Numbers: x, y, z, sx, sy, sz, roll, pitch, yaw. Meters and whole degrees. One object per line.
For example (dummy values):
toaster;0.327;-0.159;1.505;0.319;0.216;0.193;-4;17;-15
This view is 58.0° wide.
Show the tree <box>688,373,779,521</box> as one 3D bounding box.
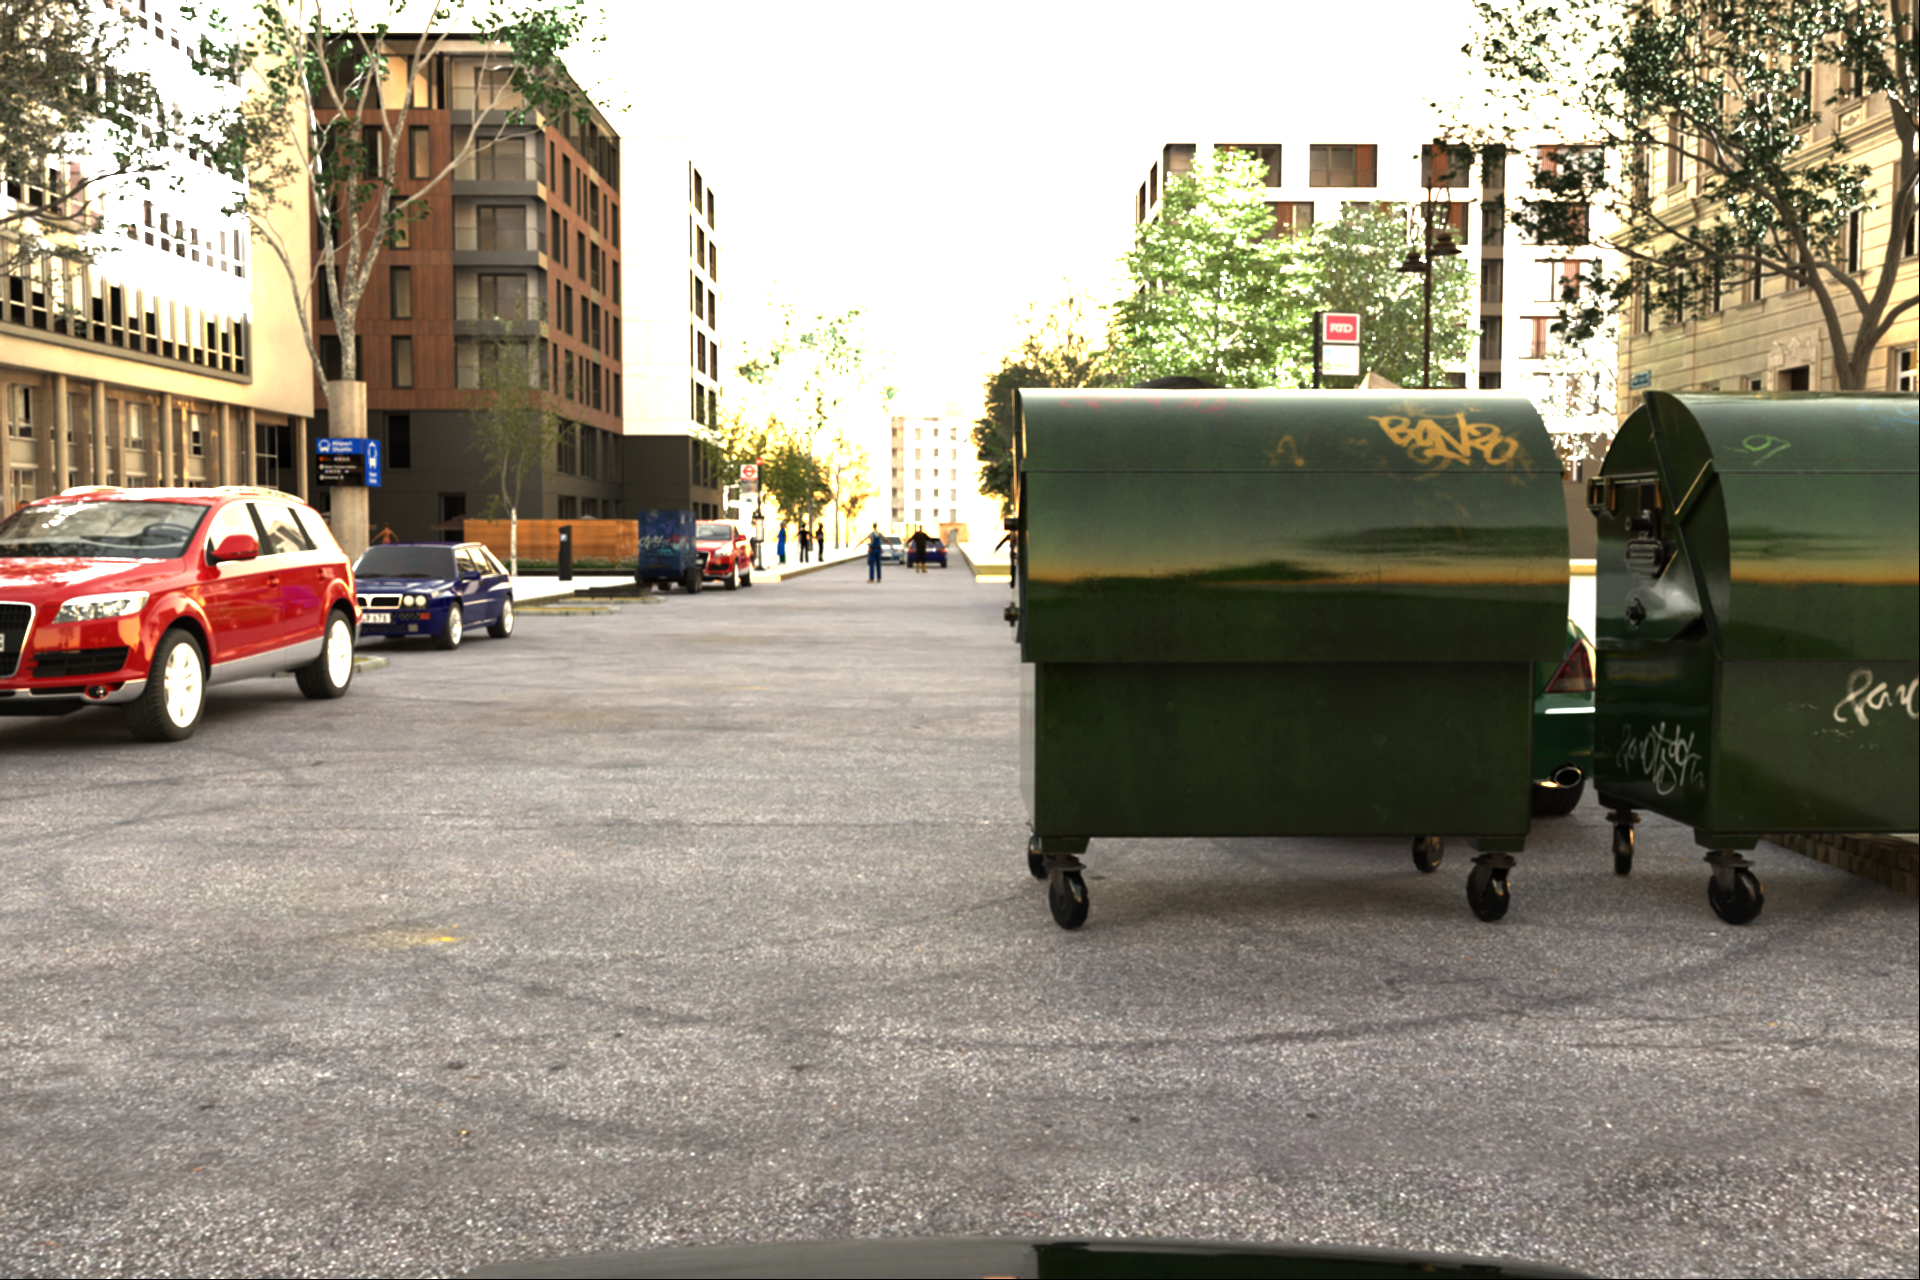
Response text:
tree;-10.560;-7.948;80.306;4.737;8.622;4.395;0;3;0

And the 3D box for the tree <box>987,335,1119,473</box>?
tree;5.014;-10.050;90.068;9.928;11.665;9.643;0;3;0

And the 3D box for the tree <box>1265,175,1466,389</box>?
tree;7.838;-5.271;36.542;4.360;8.622;3.978;0;3;0

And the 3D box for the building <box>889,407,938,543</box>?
building;-9.905;-23.885;249.394;11.380;20.090;16.016;0;4;4

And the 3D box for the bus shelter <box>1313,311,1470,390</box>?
bus shelter;6.198;-3.137;28.929;2.179;5.291;8.768;0;4;0

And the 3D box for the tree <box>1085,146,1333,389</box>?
tree;7.450;-8.170;51.708;7.486;12.596;7.792;0;3;0

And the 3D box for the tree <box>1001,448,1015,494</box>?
tree;4.407;-9.666;108.393;4.737;8.622;4.395;0;3;0

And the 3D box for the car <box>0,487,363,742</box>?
car;-6.400;-0.303;13.624;2.281;1.827;5.304;0;4;-1

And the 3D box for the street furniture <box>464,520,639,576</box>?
street furniture;-11.892;-2.909;54.421;11.010;1.723;9.812;0;4;0

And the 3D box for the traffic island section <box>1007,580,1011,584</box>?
traffic island section;2.355;-1.655;49.928;1.991;0.108;1.994;0;4;0

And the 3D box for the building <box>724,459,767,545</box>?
building;-27.643;-16.260;208.000;9.099;9.664;28.070;0;3;0

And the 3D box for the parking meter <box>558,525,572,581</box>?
parking meter;-10.822;-2.388;47.462;0.372;1.533;0.369;0;3;0

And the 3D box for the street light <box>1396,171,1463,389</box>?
street light;6.074;-3.045;22.570;0.468;5.910;1.993;0;4;0

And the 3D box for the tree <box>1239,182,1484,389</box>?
tree;14.401;-9.612;63.815;9.857;13.997;8.962;0;3;0

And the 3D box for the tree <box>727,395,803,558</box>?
tree;-10.709;-8.723;92.977;4.737;8.622;4.395;0;3;0

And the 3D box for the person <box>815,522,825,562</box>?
person;-6.422;-4.560;80.343;0.705;1.856;1.354;0;4;-2

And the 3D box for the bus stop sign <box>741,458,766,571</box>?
bus stop sign;-7.248;-4.408;60.768;0.855;3.939;0.416;0;4;1

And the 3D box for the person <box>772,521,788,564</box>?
person;-7.583;-4.116;73.420;0.704;1.817;1.347;-2;4;-31

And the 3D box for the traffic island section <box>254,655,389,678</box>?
traffic island section;-7.179;0.280;18.286;1.991;0.108;1.994;0;4;0

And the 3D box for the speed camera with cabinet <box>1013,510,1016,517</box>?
speed camera with cabinet;2.334;-4.298;64.603;0.660;3.252;2.038;0;4;0

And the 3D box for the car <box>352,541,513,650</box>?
car;-7.092;-0.615;22.635;1.945;1.354;3.894;0;3;0

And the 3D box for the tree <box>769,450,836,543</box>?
tree;-22.986;-21.039;250.646;9.857;13.997;8.962;0;3;0

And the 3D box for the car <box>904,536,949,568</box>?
car;-1.433;-3.805;74.788;1.945;1.354;3.894;0;4;-1

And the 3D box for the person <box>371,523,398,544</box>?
person;-23.027;-3.829;69.410;0.721;1.733;1.217;3;4;38

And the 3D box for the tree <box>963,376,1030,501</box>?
tree;4.624;-10.101;99.565;8.767;10.594;7.601;-1;4;-20

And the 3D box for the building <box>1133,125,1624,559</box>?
building;23.975;-15.864;103.359;27.936;21.610;32.646;0;4;-1

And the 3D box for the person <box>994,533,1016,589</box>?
person;1.522;-2.272;45.537;1.347;1.837;0.705;1;4;15

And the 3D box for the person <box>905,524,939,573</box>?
person;-1.450;-3.421;64.533;1.346;1.812;0.704;-1;4;-21

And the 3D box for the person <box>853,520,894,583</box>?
person;-2.530;-2.629;51.305;1.347;1.847;0.705;-2;4;-28

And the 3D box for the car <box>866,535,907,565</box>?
car;-3.450;-4.285;82.065;2.014;1.417;4.499;0;4;-1

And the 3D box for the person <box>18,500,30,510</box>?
person;-15.426;-1.384;28.542;0.709;1.838;0.599;-1;4;-16

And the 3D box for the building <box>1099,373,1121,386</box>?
building;23.120;-20.289;198.188;16.747;18.905;31.486;0;4;-1

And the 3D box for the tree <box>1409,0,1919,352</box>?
tree;8.581;-5.025;16.577;8.767;10.594;7.601;0;4;-6

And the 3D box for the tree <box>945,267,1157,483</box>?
tree;4.861;-10.307;78.882;12.009;13.543;11.850;0;3;0

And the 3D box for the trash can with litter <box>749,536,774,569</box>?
trash can with litter;-7.487;-3.227;63.813;1.678;1.210;2.233;0;4;-1

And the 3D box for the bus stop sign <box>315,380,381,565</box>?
bus stop sign;-10.586;-2.508;30.023;0.837;3.901;0.837;0;4;0

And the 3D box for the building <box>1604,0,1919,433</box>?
building;27.510;-15.154;45.030;12.463;27.353;25.104;0;4;-1

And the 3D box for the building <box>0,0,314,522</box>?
building;-32.782;-14.365;42.467;19.016;26.051;41.698;0;3;0

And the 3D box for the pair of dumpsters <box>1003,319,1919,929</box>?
pair of dumpsters;2.386;-0.112;6.790;4.436;2.255;1.574;0;4;-1

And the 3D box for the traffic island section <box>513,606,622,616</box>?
traffic island section;-7.198;-0.514;31.275;1.991;0.108;1.994;0;4;0

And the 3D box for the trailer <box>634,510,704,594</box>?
trailer;-7.014;-2.080;41.064;1.471;1.999;3.904;0;4;0

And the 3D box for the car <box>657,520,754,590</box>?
car;-6.692;-2.270;45.786;2.281;1.827;5.304;0;3;0

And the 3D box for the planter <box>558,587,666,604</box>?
planter;-7.231;-0.928;36.313;1.991;0.319;1.994;0;4;-1

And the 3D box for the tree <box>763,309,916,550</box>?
tree;-9.938;-17.631;144.161;12.611;20.169;13.585;0;3;0

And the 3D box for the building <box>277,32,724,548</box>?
building;-27.919;-14.872;87.137;27.936;21.610;32.646;0;4;-1

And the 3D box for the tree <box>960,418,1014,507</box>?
tree;5.036;-14.479;147.105;12.009;13.543;11.850;0;3;0

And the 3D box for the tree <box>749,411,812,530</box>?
tree;-10.569;-9.342;103.105;4.737;8.622;4.395;0;3;0

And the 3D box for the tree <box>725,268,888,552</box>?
tree;-12.340;-16.521;126.000;12.611;20.169;13.585;0;3;0

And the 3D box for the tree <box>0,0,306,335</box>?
tree;-12.845;-6.605;18.363;12.009;13.543;11.850;0;3;0

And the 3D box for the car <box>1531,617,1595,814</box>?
car;2.239;0.092;10.293;2.131;1.459;4.920;0;4;0

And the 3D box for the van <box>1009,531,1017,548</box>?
van;2.152;-1.838;34.435;2.240;2.365;5.245;0;4;-1

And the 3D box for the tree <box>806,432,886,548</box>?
tree;-10.551;-13.734;158.964;8.767;10.594;7.601;1;4;19

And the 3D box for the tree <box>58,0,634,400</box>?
tree;-13.685;-11.219;39.314;12.611;20.169;13.585;0;3;0

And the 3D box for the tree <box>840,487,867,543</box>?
tree;-15.379;-18.305;249.641;4.737;8.622;4.395;0;3;0

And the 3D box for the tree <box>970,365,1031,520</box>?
tree;5.235;-13.436;126.335;9.857;13.997;8.962;0;3;0

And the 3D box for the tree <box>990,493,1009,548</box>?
tree;4.098;-12.574;155.939;4.360;8.622;3.978;0;3;0

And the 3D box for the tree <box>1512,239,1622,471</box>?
tree;27.028;-9.690;68.809;12.009;13.543;11.850;0;3;0

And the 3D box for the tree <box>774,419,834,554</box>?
tree;-10.355;-9.869;111.725;4.737;8.622;4.395;0;3;0

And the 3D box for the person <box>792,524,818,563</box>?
person;-6.906;-4.299;77.003;1.216;1.740;0.721;1;4;11

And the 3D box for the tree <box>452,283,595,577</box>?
tree;-13.463;-6.181;51.418;4.360;8.622;3.978;0;3;0
